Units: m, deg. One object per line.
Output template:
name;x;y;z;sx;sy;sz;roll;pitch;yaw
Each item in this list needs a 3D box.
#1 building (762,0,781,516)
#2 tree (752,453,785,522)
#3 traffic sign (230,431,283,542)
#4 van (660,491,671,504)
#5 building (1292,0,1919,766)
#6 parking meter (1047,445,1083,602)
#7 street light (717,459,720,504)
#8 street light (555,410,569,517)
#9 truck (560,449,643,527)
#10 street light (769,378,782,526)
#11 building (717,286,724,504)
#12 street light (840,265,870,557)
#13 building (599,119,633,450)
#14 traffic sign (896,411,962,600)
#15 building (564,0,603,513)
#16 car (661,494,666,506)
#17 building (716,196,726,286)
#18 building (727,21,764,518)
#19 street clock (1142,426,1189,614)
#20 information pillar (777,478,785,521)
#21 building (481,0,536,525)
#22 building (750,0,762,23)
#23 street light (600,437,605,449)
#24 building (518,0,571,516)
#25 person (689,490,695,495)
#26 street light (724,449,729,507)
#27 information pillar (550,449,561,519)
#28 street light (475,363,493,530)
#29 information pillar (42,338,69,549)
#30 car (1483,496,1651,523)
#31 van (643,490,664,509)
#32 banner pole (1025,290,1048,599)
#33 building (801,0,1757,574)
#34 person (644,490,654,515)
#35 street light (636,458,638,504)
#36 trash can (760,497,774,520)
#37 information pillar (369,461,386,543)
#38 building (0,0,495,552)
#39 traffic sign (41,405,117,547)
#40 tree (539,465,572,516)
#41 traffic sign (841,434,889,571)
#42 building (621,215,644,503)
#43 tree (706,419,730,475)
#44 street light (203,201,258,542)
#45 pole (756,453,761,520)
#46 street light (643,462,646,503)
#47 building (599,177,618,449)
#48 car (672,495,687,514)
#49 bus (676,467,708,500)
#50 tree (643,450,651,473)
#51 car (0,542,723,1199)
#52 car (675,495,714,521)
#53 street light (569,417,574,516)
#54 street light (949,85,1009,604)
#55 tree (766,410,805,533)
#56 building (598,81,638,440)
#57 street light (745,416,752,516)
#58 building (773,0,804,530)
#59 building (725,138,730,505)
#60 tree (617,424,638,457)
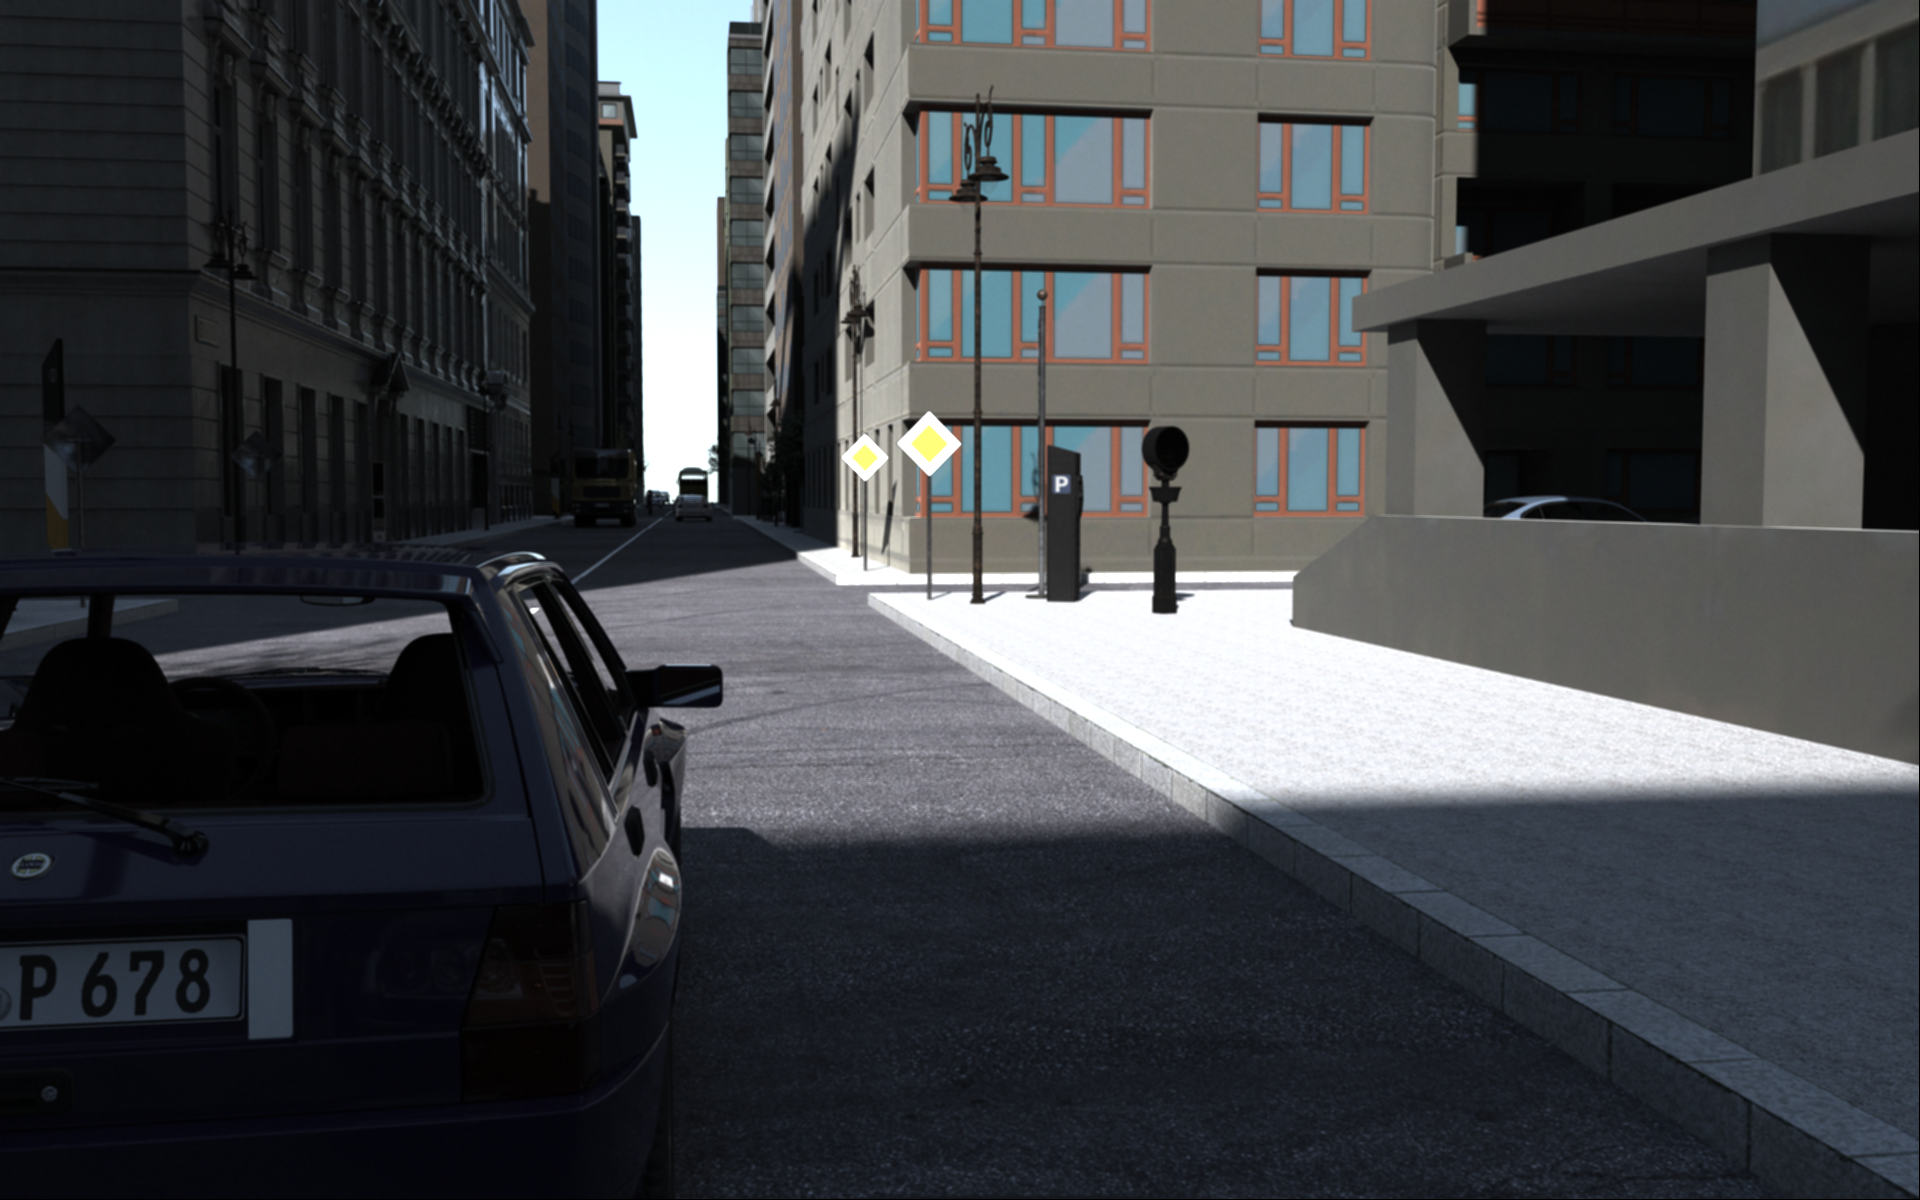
building;0.474;-28.739;93.583;21.300;48.544;21.600;-1;4;-9
tree;-8.762;-5.201;79.632;1.663;3.219;1.824;0;3;0
traffic sign;-11.118;-1.454;27.414;0.795;2.450;0.064;-1;4;-9
van;-43.591;-15.169;255.030;2.013;2.044;4.112;-1;4;-9
building;20.187;-19.525;11.120;32.217;40.220;23.993;-1;4;-9
parking meter;1.252;-0.914;20.663;0.399;1.863;0.255;1;4;17
street light;-31.530;-15.566;227.290;0.468;5.910;1.993;-1;4;-9
street light;-21.961;-7.480;95.082;0.468;5.910;1.993;-1;4;-9
truck;-15.719;-4.943;76.750;3.469;3.379;9.791;-1;4;-9
street light;-7.334;-5.881;68.935;0.468;5.910;1.993;-1;4;-9
building;-26.670;-28.688;240.749;14.160;30.474;14.107;-1;4;-9
street light;-2.127;-3.810;35.084;0.468;5.910;1.993;-1;4;-9
building;-48.848;-33.172;196.983;22.147;44.769;28.867;-1;4;-9
traffic sign;-0.375;-1.059;20.951;0.795;2.450;0.064;-1;4;-9
building;-38.130;-35.836;127.922;21.231;58.520;28.212;-1;4;-9
car;-38.064;-12.612;218.206;2.014;1.417;4.499;-1;4;-11
building;-28.579;-36.954;254.313;14.600;45.320;14.200;-1;4;-9
building;-7.791;-20.751;110.985;14.160;30.474;14.107;-1;4;-9
street clock;2.202;-0.858;18.598;0.471;2.002;0.358;-2;4;-31
information pillar;-8.371;-4.703;81.387;0.304;2.012;0.304;3;5;40
building;-26.971;-17.933;79.109;13.634;28.700;20.117;-1;4;-9
building;-9.762;-33.331;164.577;23.786;49.044;30.456;-1;4;-9
street light;-28.201;-10.036;136.874;0.468;5.910;1.993;-1;4;-9
building;-32.045;-27.990;107.744;14.600;45.320;14.200;-1;4;-9
person;-18.867;-6.888;122.065;0.756;1.711;0.436;1;4;19
street light;-23.979;-12.551;178.003;0.468;5.910;1.993;-1;4;-9
information pillar;-20.814;-5.975;89.040;0.183;3.616;0.504;3;5;39
street light;-16.746;-5.402;61.115;0.468;5.910;1.993;-1;4;-9
information pillar;-13.676;-2.131;26.196;0.504;3.616;0.183;2;4;35
car;8.957;-0.795;24.994;4.499;1.417;2.014;-1;4;-9
van;-30.671;-10.171;173.299;2.013;2.044;4.112;-1;4;-10
banner pole;1.001;-1.928;21.539;0.401;3.779;0.863;0;4;-2
building;11.389;-12.109;43.022;28.899;21.520;27.650;-1;4;-9
person;-21.480;-6.751;119.597;0.721;1.743;1.217;-3;5;-43
street light;-40.817;-15.072;219.207;0.468;5.910;1.993;-1;4;-9
trash can;-9.554;-4.539;85.861;0.748;1.137;0.748;0;3;0
information pillar;-12.993;-2.090;38.670;0.304;2.012;0.304;-2;4;-24
building;-23.416;-16.561;47.180;17.030;29.872;44.131;-1;4;-9
traffic sign;-9.912;-0.971;19.520;0.795;2.450;0.064;-1;4;-9
tree;-23.142;-6.443;99.937;1.663;3.219;1.824;0;3;0
traffic sign;-1.581;-1.541;28.845;0.795;2.450;0.064;-1;4;-9
building;-52.442;-34.409;246.176;14.154;41.232;14.086;-1;4;-9
tree;-24.183;-15.472;187.383;7.601;10.594;8.767;2;4;30
street light;-11.614;-3.360;27.727;0.468;5.910;1.993;-1;4;-9
pole;-10.136;-5.702;87.067;0.158;3.312;0.155;0;3;0
street light;-46.104;-17.150;253.186;0.468;5.910;1.993;-1;4;-9
building;-40.051;-24.017;164.374;14.160;30.474;14.107;-1;4;-9
car;-19.829;-6.915;125.421;2.083;1.381;4.827;-1;4;-10
bus;-24.616;-10.274;159.520;2.896;3.916;12.252;-1;4;-10
tree;-48.408;-18.901;259.386;4.360;8.622;3.978;0;3;0
car;-1.540;0.515;4.162;1.945;1.354;3.894;-1;4;-9
car;-14.166;-4.887;92.262;2.083;1.381;4.827;0;4;-7
street light;-23.228;-7.992;103.462;0.468;5.910;1.993;-1;4;-9
street light;0.207;-2.897;20.147;0.468;5.910;1.993;-1;4;-9
tree;-4.785;-4.536;57.874;4.285;4.588;4.351;0;3;0
building;-56.399;-38.827;224.053;28.713;52.752;27.495;-1;4;-9
street light;-12.539;-7.952;102.801;0.468;5.910;1.993;-1;4;-9
building;-0.049;-25.525;67.451;14.600;45.320;14.200;-1;4;-9
building;-20.320;-31.751;202.723;14.154;41.232;14.086;-1;4;-9
tree;-35.281;-13.953;178.497;4.737;8.622;4.395;0;3;0
